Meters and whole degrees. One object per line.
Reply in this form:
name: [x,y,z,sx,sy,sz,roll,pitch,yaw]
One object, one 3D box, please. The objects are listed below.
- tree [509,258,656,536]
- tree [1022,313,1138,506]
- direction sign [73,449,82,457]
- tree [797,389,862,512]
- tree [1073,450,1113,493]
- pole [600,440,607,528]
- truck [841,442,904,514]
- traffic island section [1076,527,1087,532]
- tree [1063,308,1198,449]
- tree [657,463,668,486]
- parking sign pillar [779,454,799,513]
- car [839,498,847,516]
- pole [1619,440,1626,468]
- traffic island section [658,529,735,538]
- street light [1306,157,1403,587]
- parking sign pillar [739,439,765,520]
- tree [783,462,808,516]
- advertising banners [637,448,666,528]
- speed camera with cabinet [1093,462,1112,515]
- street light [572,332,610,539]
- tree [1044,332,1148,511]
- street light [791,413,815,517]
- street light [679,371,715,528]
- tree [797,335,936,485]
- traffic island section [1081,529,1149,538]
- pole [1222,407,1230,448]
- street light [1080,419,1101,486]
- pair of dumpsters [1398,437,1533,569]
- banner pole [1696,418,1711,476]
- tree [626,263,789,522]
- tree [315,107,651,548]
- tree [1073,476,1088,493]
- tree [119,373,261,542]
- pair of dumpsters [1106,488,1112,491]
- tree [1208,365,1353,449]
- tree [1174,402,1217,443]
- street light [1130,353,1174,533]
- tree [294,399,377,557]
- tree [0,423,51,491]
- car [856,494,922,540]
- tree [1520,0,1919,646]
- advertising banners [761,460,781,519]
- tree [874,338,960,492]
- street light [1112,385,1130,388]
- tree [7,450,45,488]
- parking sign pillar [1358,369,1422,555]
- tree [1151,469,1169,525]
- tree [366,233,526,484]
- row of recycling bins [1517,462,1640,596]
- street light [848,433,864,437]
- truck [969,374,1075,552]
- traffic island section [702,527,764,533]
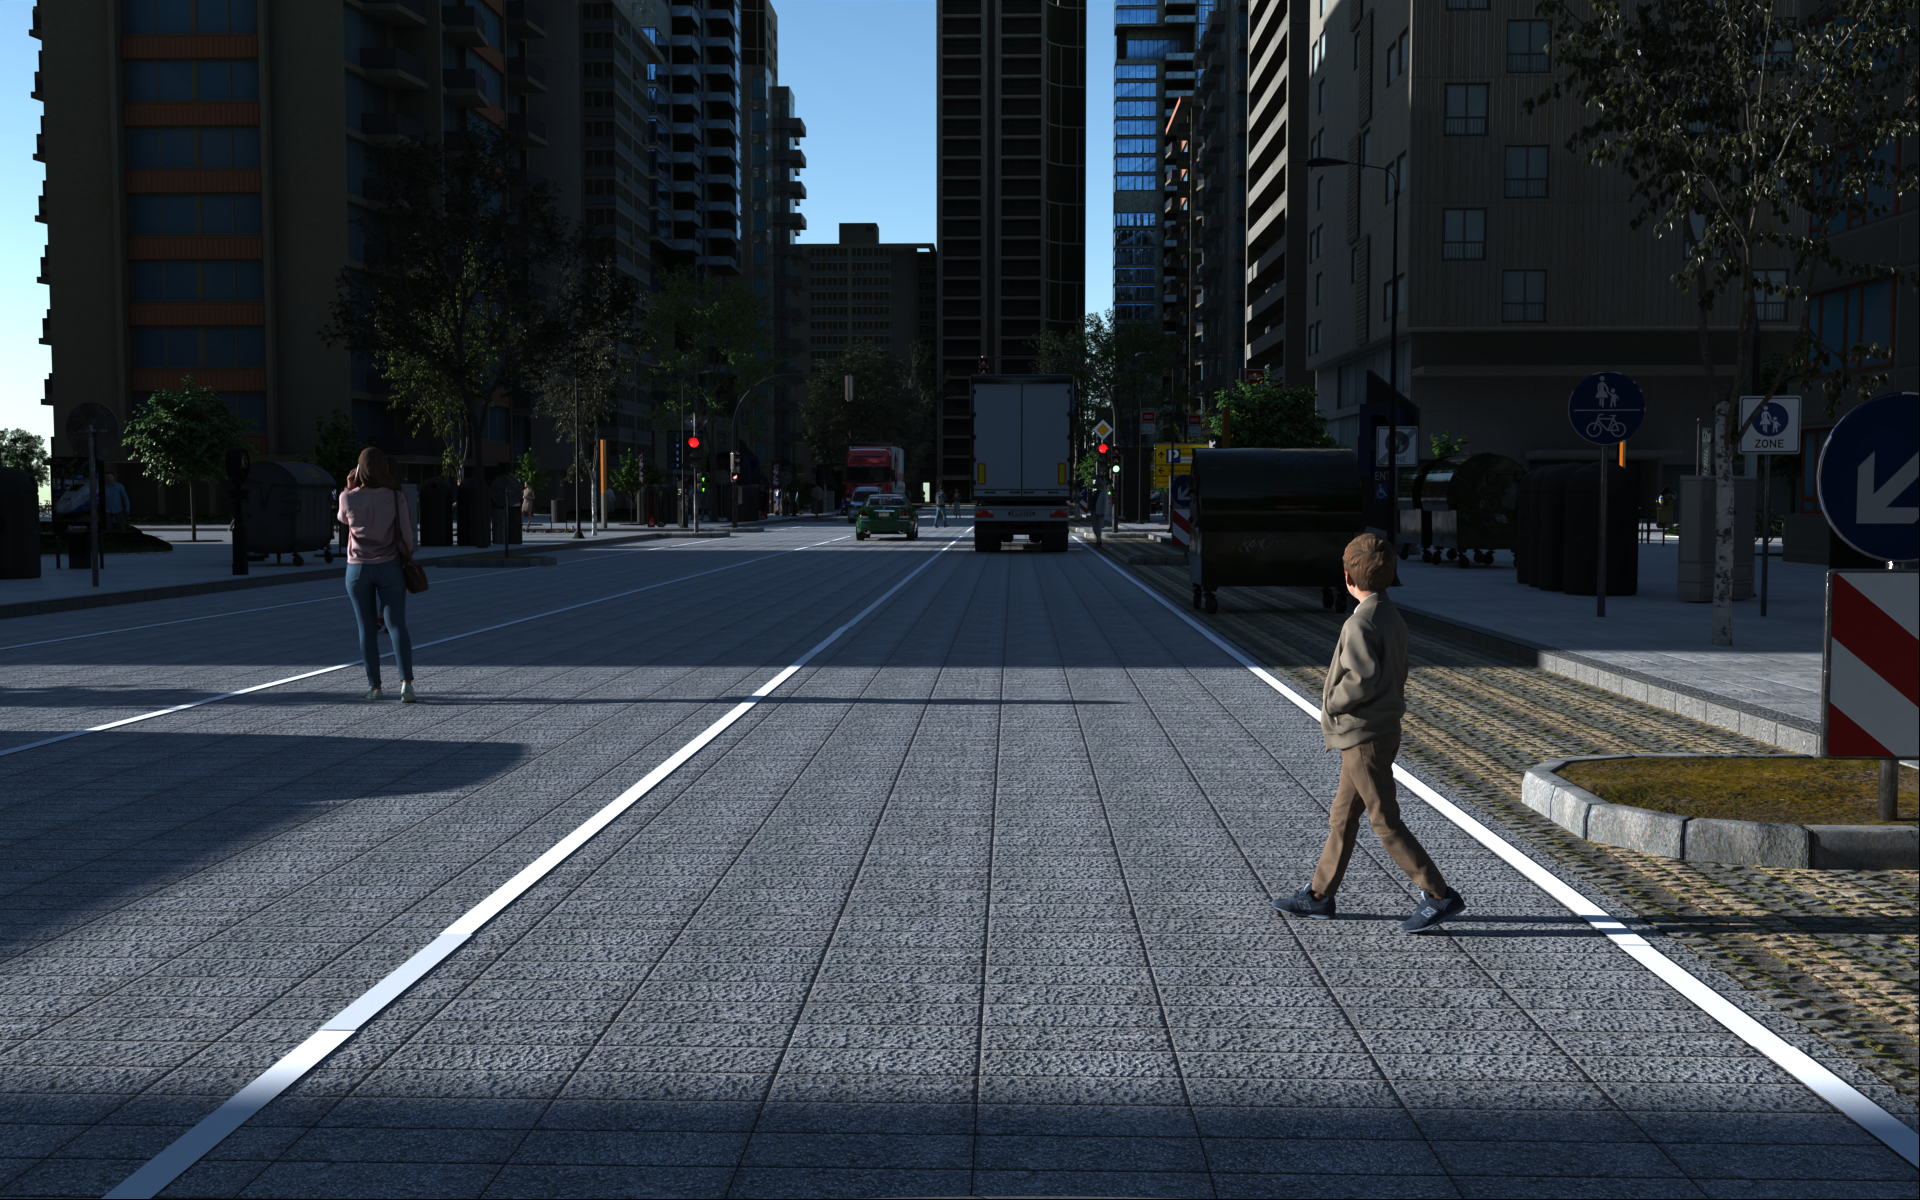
tree: [-11.496,-6.283,53.081,4.360,8.622,3.978,0,3,0]
tree: [13.229,-19.761,178.974,12.611,20.169,13.585,0,3,0]
direction sign: [-34.311,-4.613,67.411,0.379,3.537,0.876,-1,4,-9]
tree: [-9.321,-10.530,122.525,4.360,8.622,3.978,0,3,0]
tree: [9.110,-7.806,111.339,4.285,4.588,4.351,0,3,0]
pole: [-13.350,-4.346,64.906,0.158,3.312,0.155,0,3,0]
truck: [-4.699,-6.540,95.841,2.839,4.237,11.283,0,4,2]
traffic island section: [5.386,-2.626,65.212,2.009,0.180,2.903,0,4,2]
tree: [9.598,-10.441,96.470,9.928,11.665,9.643,0,3,0]
tree: [-15.284,-5.552,85.369,1.663,3.219,1.824,0,3,0]
parking sign pillar: [-11.672,-7.888,117.435,1.447,3.967,1.447,2,4,34]
car: [-6.900,-6.140,112.961,1.945,1.354,3.894,0,3,0]
pole: [24.991,-4.376,65.389,0.158,3.312,0.155,0,3,0]
traffic island section: [-8.799,-2.165,57.673,2.009,0.180,2.903,0,4,2]
street light: [5.467,-3.149,24.031,1.470,5.913,1.316,0,4,2]
parking sign pillar: [-10.394,-5.943,85.641,1.447,3.967,1.447,2,4,27]
tree: [-10.169,-6.648,103.290,1.663,3.219,1.824,0,3,0]
advertising banners: [-11.862,-4.303,66.539,0.090,3.025,2.074,1,4,20]
speed camera with cabinet: [8.802,-6.747,104.649,0.660,3.252,2.038,-2,4,-28]
street light: [-10.454,-4.722,49.744,1.470,5.913,1.316,0,4,2]
tree: [9.755,-13.463,130.483,12.009,13.543,11.850,0,3,0]
street light: [-8.934,-7.720,98.765,1.470,5.913,1.316,0,4,2]
street light: [-9.922,-5.683,65.453,1.470,5.913,1.316,0,4,2]
tree: [-8.433,-14.314,140.687,9.857,13.997,8.962,0,3,0]
traffic island section: [5.135,-2.138,57.231,2.009,0.180,2.903,0,4,2]
pole: [6.231,-2.861,40.625,0.158,3.312,0.155,0,3,0]
street light: [8.114,-8.208,106.742,1.470,5.913,1.316,0,4,2]
pair of dumpsters: [9.111,-1.782,31.629,1.574,2.255,4.437,0,4,2]
banner pole: [24.491,-4.105,57.142,0.863,3.779,0.401,-2,4,-29]
tree: [-11.284,-9.345,78.539,9.928,11.665,9.643,0,3,0]
tree: [-11.314,-6.534,41.239,8.767,10.594,7.601,0,4,3]
tree: [10.724,-9.835,155.407,1.663,3.219,1.824,0,3,0]
tree: [-20.749,-3.848,46.627,4.285,4.588,4.351,0,3,0]
pair of dumpsters: [10.710,-7.162,119.598,1.574,2.255,4.437,0,4,2]
tree: [7.797,-3.693,44.098,4.285,4.588,4.351,0,3,0]
tree: [18.945,-11.449,137.554,4.737,8.622,4.395,0,3,0]
street light: [6.465,-5.170,57.062,1.470,5.913,1.316,0,4,2]
tree: [-12.810,-2.494,35.381,1.663,3.219,1.824,0,3,0]
tree: [-64.233,-10.245,130.404,11.467,7.101,20.602,0,4,2]
car: [-2.287,-2.638,54.921,2.131,1.459,4.920,0,4,1]
tree: [6.418,-3.906,14.224,4.360,8.622,3.978,0,3,0]
advertising banners: [-10.180,-5.680,89.049,2.074,3.025,0.090,1,4,10]
tree: [-5.288,-21.561,208.415,12.611,20.169,13.585,0,3,0]
street light: [7.137,-6.188,73.710,1.470,5.913,1.316,0,4,2]
tree: [-41.556,-4.997,76.309,1.663,3.219,1.824,0,3,0]
parking sign pillar: [9.126,-2.964,36.936,1.447,3.967,1.447,-3,4,-39]
tree: [8.939,-4.766,72.526,1.663,3.219,1.824,0,3,0]
tree: [-14.052,-5.958,47.783,4.737,8.622,4.395,0,3,0]
row of recycling bins: [8.268,-0.997,23.412,1.069,1.692,3.534,0,4,6]
street light: [-7.989,-9.751,131.978,1.470,5.913,1.316,0,4,2]
truck: [1.638,-3.506,46.234,2.839,4.237,11.283,0,4,2]
traffic island section: [-8.548,-2.653,65.654,2.009,0.180,2.903,0,4,2]
